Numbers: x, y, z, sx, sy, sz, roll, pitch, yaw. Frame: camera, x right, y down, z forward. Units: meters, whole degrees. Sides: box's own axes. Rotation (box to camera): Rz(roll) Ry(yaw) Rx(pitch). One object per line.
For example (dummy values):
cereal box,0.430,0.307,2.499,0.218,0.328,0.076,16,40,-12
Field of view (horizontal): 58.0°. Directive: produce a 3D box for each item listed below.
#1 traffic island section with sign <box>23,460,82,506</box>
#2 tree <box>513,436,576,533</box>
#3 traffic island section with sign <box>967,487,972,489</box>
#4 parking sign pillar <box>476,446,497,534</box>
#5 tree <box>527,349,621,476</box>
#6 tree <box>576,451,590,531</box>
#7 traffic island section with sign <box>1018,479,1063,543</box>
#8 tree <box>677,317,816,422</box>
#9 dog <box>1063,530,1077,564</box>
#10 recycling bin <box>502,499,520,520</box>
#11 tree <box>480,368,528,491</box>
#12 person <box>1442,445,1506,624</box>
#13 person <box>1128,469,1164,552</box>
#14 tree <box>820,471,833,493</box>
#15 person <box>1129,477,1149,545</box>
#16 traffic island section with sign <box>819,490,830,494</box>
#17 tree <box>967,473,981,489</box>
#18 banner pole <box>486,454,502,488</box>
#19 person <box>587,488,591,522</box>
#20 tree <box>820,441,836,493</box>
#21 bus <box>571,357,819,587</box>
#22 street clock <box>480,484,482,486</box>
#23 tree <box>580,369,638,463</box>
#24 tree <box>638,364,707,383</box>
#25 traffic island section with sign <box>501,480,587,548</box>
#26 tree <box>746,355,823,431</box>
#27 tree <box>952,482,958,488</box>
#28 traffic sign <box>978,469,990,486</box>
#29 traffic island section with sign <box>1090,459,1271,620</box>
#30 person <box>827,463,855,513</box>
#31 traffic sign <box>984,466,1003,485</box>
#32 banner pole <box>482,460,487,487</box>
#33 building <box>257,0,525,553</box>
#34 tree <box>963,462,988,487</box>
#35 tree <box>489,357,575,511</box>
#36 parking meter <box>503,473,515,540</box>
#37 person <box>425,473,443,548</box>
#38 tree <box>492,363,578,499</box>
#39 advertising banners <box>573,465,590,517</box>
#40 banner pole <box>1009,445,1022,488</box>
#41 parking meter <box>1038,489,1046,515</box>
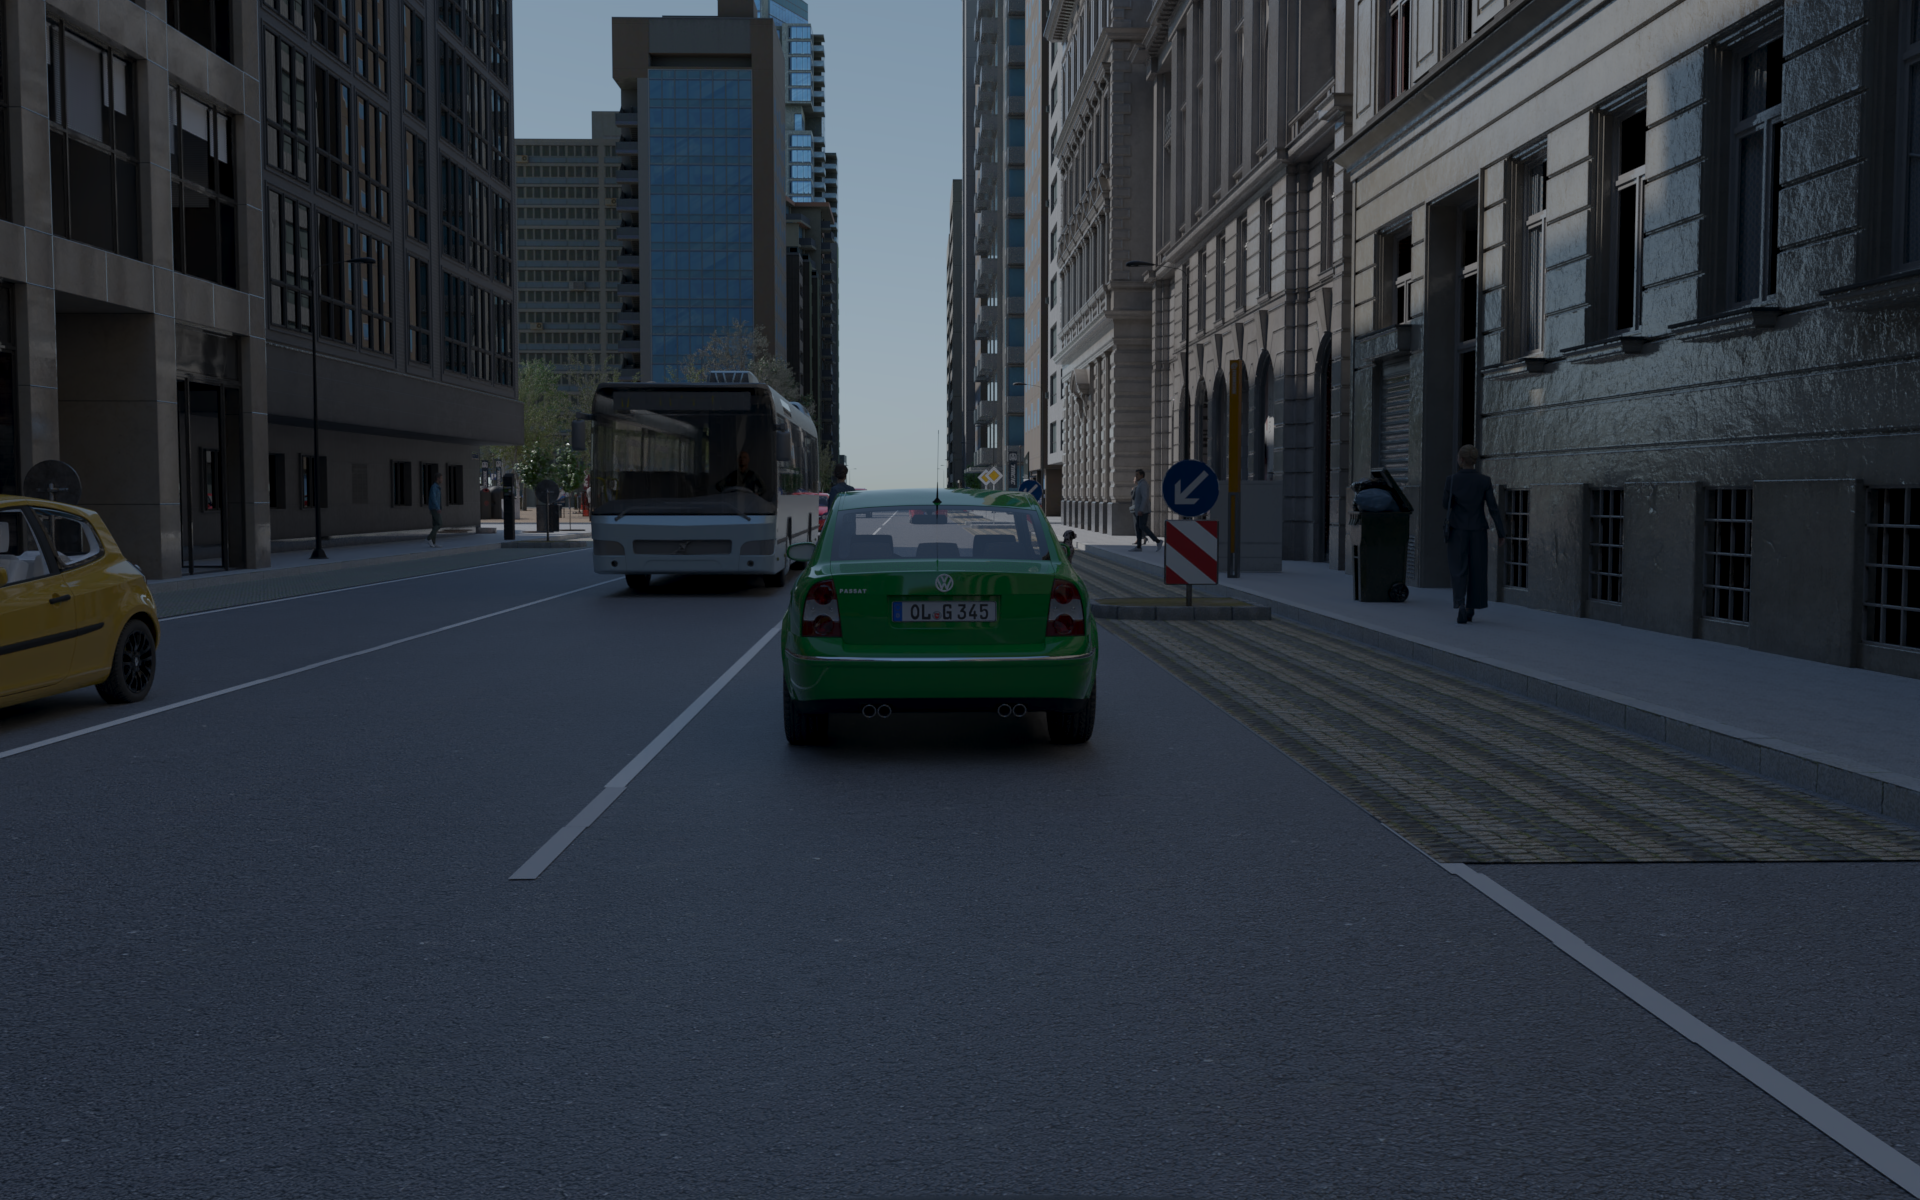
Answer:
traffic island section with sign,-10.405,-0.657,19.378,1.989,1.847,2.006,0,4,-1
tree,-13.884,-3.845,57.459,1.663,3.219,1.824,0,3,0
traffic island section with sign,0.352,-5.730,102.312,1.989,1.847,2.006,0,4,-1
parking sign pillar,-15.860,-4.154,56.397,1.447,3.967,1.447,-1,4,-17
tree,-18.630,-8.352,86.924,4.360,8.622,3.978,0,3,0
tree,-13.696,-4.010,60.160,1.663,3.219,1.824,0,3,0
traffic island section with sign,1.781,-2.385,47.617,1.989,1.847,2.006,0,4,-1
tree,-14.997,-12.778,119.286,12.009,13.543,11.850,0,3,0
dog,1.631,-0.786,29.681,0.800,0.831,0.513,0,4,-3
recycling bin,-22.603,-4.563,87.151,0.722,1.027,0.722,-2,4,-34
tree,-25.947,-9.278,102.052,4.360,8.622,3.978,0,3,0
person,5.094,-0.660,17.257,0.576,1.772,0.534,-1,4,-10
person,4.141,-1.996,38.531,0.795,1.843,0.661,0,4,7
tree,-18.642,-15.149,231.406,4.285,4.588,4.351,0,3,0
person,4.592,-2.290,43.905,0.534,1.772,0.576,1,4,22
traffic island section with sign,-14.589,-10.446,179.423,1.989,1.847,2.006,0,4,-1
tree,1.840,-10.349,163.801,1.663,3.219,1.824,0,3,0
banner pole,-29.125,-7.274,108.942,0.401,3.779,0.863,3,4,37
person,-17.202,-4.574,81.003,0.473,1.802,0.592,-1,4,-17
tree,-17.922,-16.869,226.173,4.360,8.622,3.978,0,3,0
bus,-4.002,-2.116,29.455,2.948,3.499,13.247,0,4,-2
street clock,-33.888,-7.193,122.182,0.358,2.002,0.471,1,4,12
tree,-19.643,-9.294,102.322,4.737,8.622,4.395,0,3,0
tree,-15.348,-8.954,96.768,4.737,8.622,4.395,0,3,0
traffic island section with sign,-11.118,-2.315,46.486,1.989,1.847,2.006,0,4,-1
tree,-15.966,-13.769,142.126,9.611,12.733,9.660,0,3,0
tree,-0.744,-15.055,240.751,1.663,3.219,1.824,0,3,0
traffic sign,1.228,-4.773,80.222,0.795,2.593,0.064,0,4,-1
traffic island section with sign,2.494,-0.723,20.447,1.989,1.847,2.006,0,4,-1
person,-1.483,-0.832,22.123,0.581,1.822,0.654,-2,4,-35
traffic sign,1.437,-4.284,72.239,0.795,2.593,0.064,0,4,-1
banner pole,-30.879,-7.467,112.108,0.863,3.779,0.401,-3,5,-41
building,-20.384,-15.206,42.133,14.314,27.812,24.014,0,4,-1
tree,1.800,-10.721,158.995,4.285,4.588,4.351,0,3,0
tree,-32.900,-12.551,130.963,9.928,11.665,9.643,0,3,0
parking meter,-12.627,-2.617,48.499,0.255,1.863,0.399,0,4,-3
person,-12.554,-2.138,41.350,0.444,1.785,0.601,-1,4,-9
tree,-24.260,-8.896,95.818,4.737,8.622,4.395,0,3,0
advertising banners,-21.120,-6.219,97.860,2.074,3.025,0.090,1,4,21
banner pole,2.881,-6.059,89.078,0.863,3.779,0.401,-1,4,-14
parking meter,3.831,-4.455,81.257,0.372,1.533,0.369,0,3,0
